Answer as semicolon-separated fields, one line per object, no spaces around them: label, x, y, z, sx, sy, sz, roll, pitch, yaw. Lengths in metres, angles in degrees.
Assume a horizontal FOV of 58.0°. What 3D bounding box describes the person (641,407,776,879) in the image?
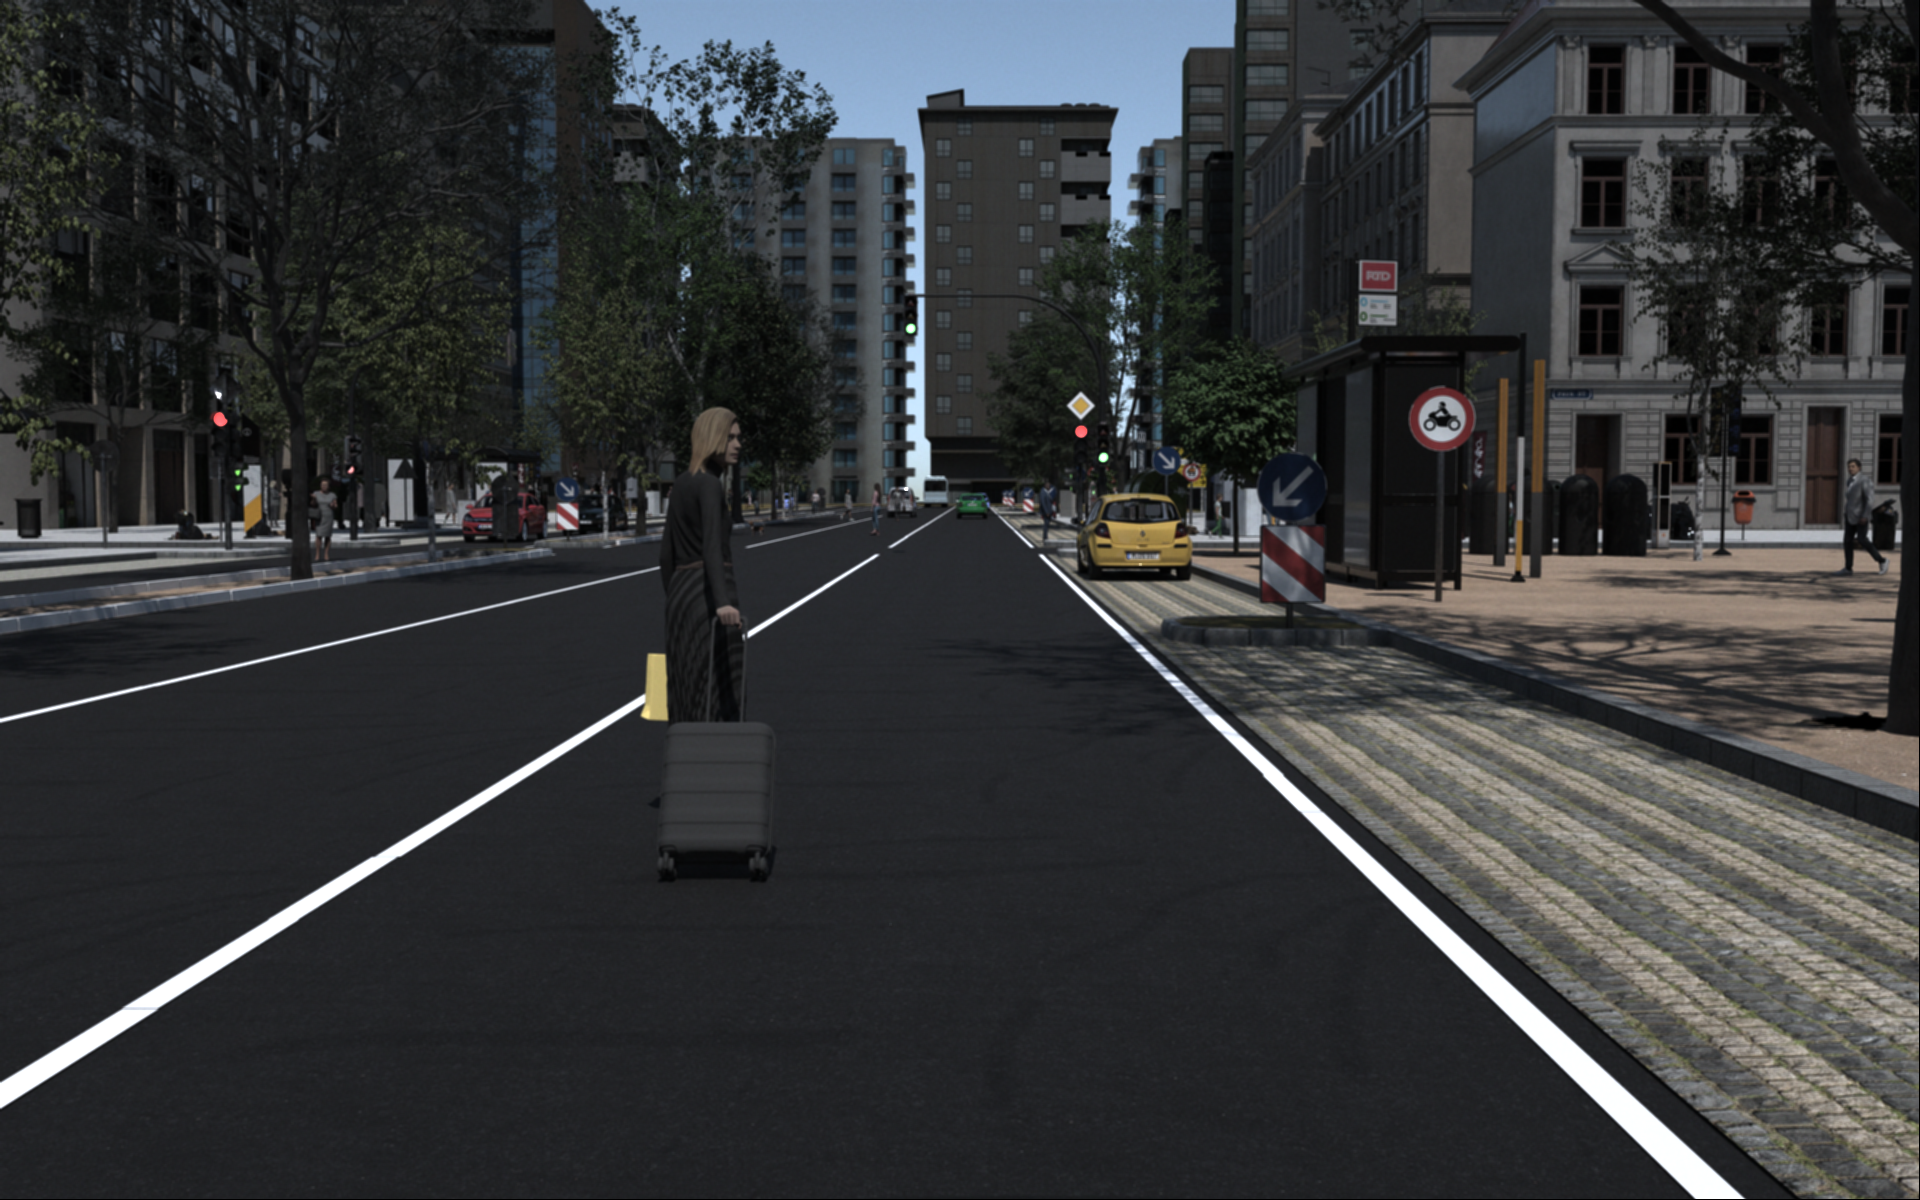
person;-1.060;0.102;7.045;0.699;1.804;1.509;0;4;0

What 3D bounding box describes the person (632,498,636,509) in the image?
person;-27.826;-8.635;148.011;1.217;1.735;0.721;3;5;41

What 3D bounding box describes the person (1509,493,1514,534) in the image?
person;15.294;-2.316;48.151;0.590;1.304;0.306;-1;4;-23

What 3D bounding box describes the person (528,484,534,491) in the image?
person;-25.430;-5.938;102.491;0.648;1.900;0.474;2;4;35

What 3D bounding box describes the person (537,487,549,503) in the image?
person;-31.335;-7.534;129.301;1.350;1.814;0.705;-1;4;-12

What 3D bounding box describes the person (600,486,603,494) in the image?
person;-21.030;-5.820;101.541;0.599;1.781;0.374;2;4;31

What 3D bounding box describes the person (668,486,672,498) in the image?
person;-19.703;-6.854;118.107;0.555;1.821;0.388;-1;4;-9

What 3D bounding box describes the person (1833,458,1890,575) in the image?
person;14.247;-1.313;27.364;0.795;1.843;0.661;0;4;-3

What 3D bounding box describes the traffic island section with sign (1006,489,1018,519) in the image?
traffic island section with sign;3.816;-5.598;100.155;1.989;1.847;2.006;0;4;1

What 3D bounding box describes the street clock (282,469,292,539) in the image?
street clock;-19.203;-2.750;49.540;0.358;2.002;0.471;0;4;-5

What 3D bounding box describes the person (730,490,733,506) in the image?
person;-24.476;-10.995;186.260;0.568;1.767;0.683;3;5;42

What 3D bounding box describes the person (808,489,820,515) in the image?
person;-9.628;-6.415;114.051;0.731;1.740;0.598;-1;4;-15

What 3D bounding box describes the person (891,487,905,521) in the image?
person;-3.310;-5.124;92.400;0.709;1.813;0.853;-2;4;-31

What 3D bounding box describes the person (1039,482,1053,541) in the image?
person;2.544;-2.594;51.089;0.419;1.800;0.721;1;4;11

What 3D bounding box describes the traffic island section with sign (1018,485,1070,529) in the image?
traffic island section with sign;3.550;-3.884;72.133;1.989;1.847;2.006;0;4;1

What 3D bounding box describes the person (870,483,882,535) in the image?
person;-2.931;-3.189;60.646;0.388;1.821;0.555;1;4;16

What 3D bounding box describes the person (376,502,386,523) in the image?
person;-25.358;-4.254;75.874;0.678;1.792;0.850;2;4;27

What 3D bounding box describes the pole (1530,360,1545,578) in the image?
pole;8.814;-1.993;26.427;0.158;3.312;0.155;0;3;0

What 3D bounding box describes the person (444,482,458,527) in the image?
person;-19.707;-3.684;67.022;0.466;1.731;0.760;1;4;12

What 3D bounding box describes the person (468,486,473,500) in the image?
person;-26.504;-5.384;94.095;0.654;1.822;0.581;0;4;8

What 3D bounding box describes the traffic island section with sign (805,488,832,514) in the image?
traffic island section with sign;-9.885;-6.992;122.460;2.006;1.907;1.989;0;4;1

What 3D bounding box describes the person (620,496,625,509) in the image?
person;-23.315;-6.536;118.397;0.738;1.151;1.012;2;4;34

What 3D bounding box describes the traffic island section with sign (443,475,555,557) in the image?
traffic island section with sign;-10.650;-1.944;39.918;2.006;1.907;1.989;0;4;1

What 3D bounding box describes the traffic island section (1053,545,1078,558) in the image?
traffic island section;3.247;-1.056;39.551;2.009;0.180;2.903;0;4;1

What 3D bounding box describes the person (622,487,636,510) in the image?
person;-26.669;-8.118;138.768;1.348;1.824;0.705;0;4;6

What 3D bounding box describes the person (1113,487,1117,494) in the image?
person;6.643;-4.047;74.029;0.330;1.601;0.589;-2;4;-26

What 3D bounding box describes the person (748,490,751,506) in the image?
person;-22.505;-10.896;184.859;0.551;1.740;0.621;1;4;17

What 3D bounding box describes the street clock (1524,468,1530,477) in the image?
street clock;15.442;-2.629;47.550;0.358;2.002;0.471;0;4;-5

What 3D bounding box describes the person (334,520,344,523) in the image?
person;-27.859;-4.339;77.652;0.598;1.740;0.731;2;4;31

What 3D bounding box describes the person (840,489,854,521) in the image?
person;-6.080;-5.155;93.529;0.760;1.731;0.466;0;4;-3

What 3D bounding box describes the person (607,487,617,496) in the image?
person;-25.896;-7.494;128.501;1.348;1.831;0.705;1;4;23

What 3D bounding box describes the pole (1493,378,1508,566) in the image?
pole;9.573;-2.252;30.656;0.158;3.312;0.155;0;3;0

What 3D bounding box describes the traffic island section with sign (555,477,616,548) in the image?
traffic island section with sign;-10.572;-2.397;47.324;2.006;1.907;1.989;0;4;1

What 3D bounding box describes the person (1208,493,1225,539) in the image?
person;7.365;-2.407;49.647;0.590;1.304;0.306;-2;4;-23

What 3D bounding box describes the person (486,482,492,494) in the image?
person;-15.035;-2.887;55.727;0.581;1.822;0.654;1;4;12

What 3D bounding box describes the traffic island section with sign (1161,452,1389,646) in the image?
traffic island section with sign;3.043;-0.522;17.169;1.989;1.847;2.006;0;4;1

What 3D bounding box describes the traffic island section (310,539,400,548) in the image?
traffic island section;-16.719;-1.556;47.725;2.009;0.180;2.903;0;4;1

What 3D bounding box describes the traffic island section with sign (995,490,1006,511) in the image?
traffic island section with sign;4.266;-8.603;149.285;1.989;1.847;2.006;0;4;1

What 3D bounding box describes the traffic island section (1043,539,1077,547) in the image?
traffic island section;3.321;-1.545;47.535;2.009;0.180;2.903;0;4;1

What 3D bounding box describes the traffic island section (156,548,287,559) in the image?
traffic island section;-16.793;-1.068;39.741;2.009;0.180;2.903;0;4;1

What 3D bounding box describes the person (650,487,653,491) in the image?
person;-20.775;-6.750;116.680;0.678;1.792;0.850;0;4;-5

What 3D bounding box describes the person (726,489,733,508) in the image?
person;-20.595;-9.028;154.377;1.217;1.735;0.721;1;4;9

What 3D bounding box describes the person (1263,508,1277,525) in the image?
person;11.374;-3.436;62.895;0.731;1.740;0.598;-3;5;-42

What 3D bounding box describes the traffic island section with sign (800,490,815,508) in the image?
traffic island section with sign;-15.201;-10.263;176.431;1.989;1.847;2.006;0;4;1

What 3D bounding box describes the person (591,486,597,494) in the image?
person;-16.992;-4.366;80.069;0.466;1.800;0.511;-2;4;-34

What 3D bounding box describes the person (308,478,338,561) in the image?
person;-13.638;-1.717;36.930;0.716;1.782;0.532;-2;4;-24

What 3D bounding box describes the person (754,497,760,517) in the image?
person;-11.534;-5.202;98.231;0.332;1.250;0.352;0;4;8

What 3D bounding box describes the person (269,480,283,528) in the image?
person;-25.947;-3.639;65.722;0.526;1.800;0.537;0;4;-6

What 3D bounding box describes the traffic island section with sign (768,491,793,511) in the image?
traffic island section with sign;-15.447;-8.615;149.477;1.989;1.847;2.006;0;4;1

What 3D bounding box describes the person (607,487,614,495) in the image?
person;-23.394;-6.688;115.963;0.524;1.755;0.480;-1;4;-20

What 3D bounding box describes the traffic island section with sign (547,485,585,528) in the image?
traffic island section with sign;-16.161;-3.930;72.891;1.989;1.847;2.006;0;4;1
